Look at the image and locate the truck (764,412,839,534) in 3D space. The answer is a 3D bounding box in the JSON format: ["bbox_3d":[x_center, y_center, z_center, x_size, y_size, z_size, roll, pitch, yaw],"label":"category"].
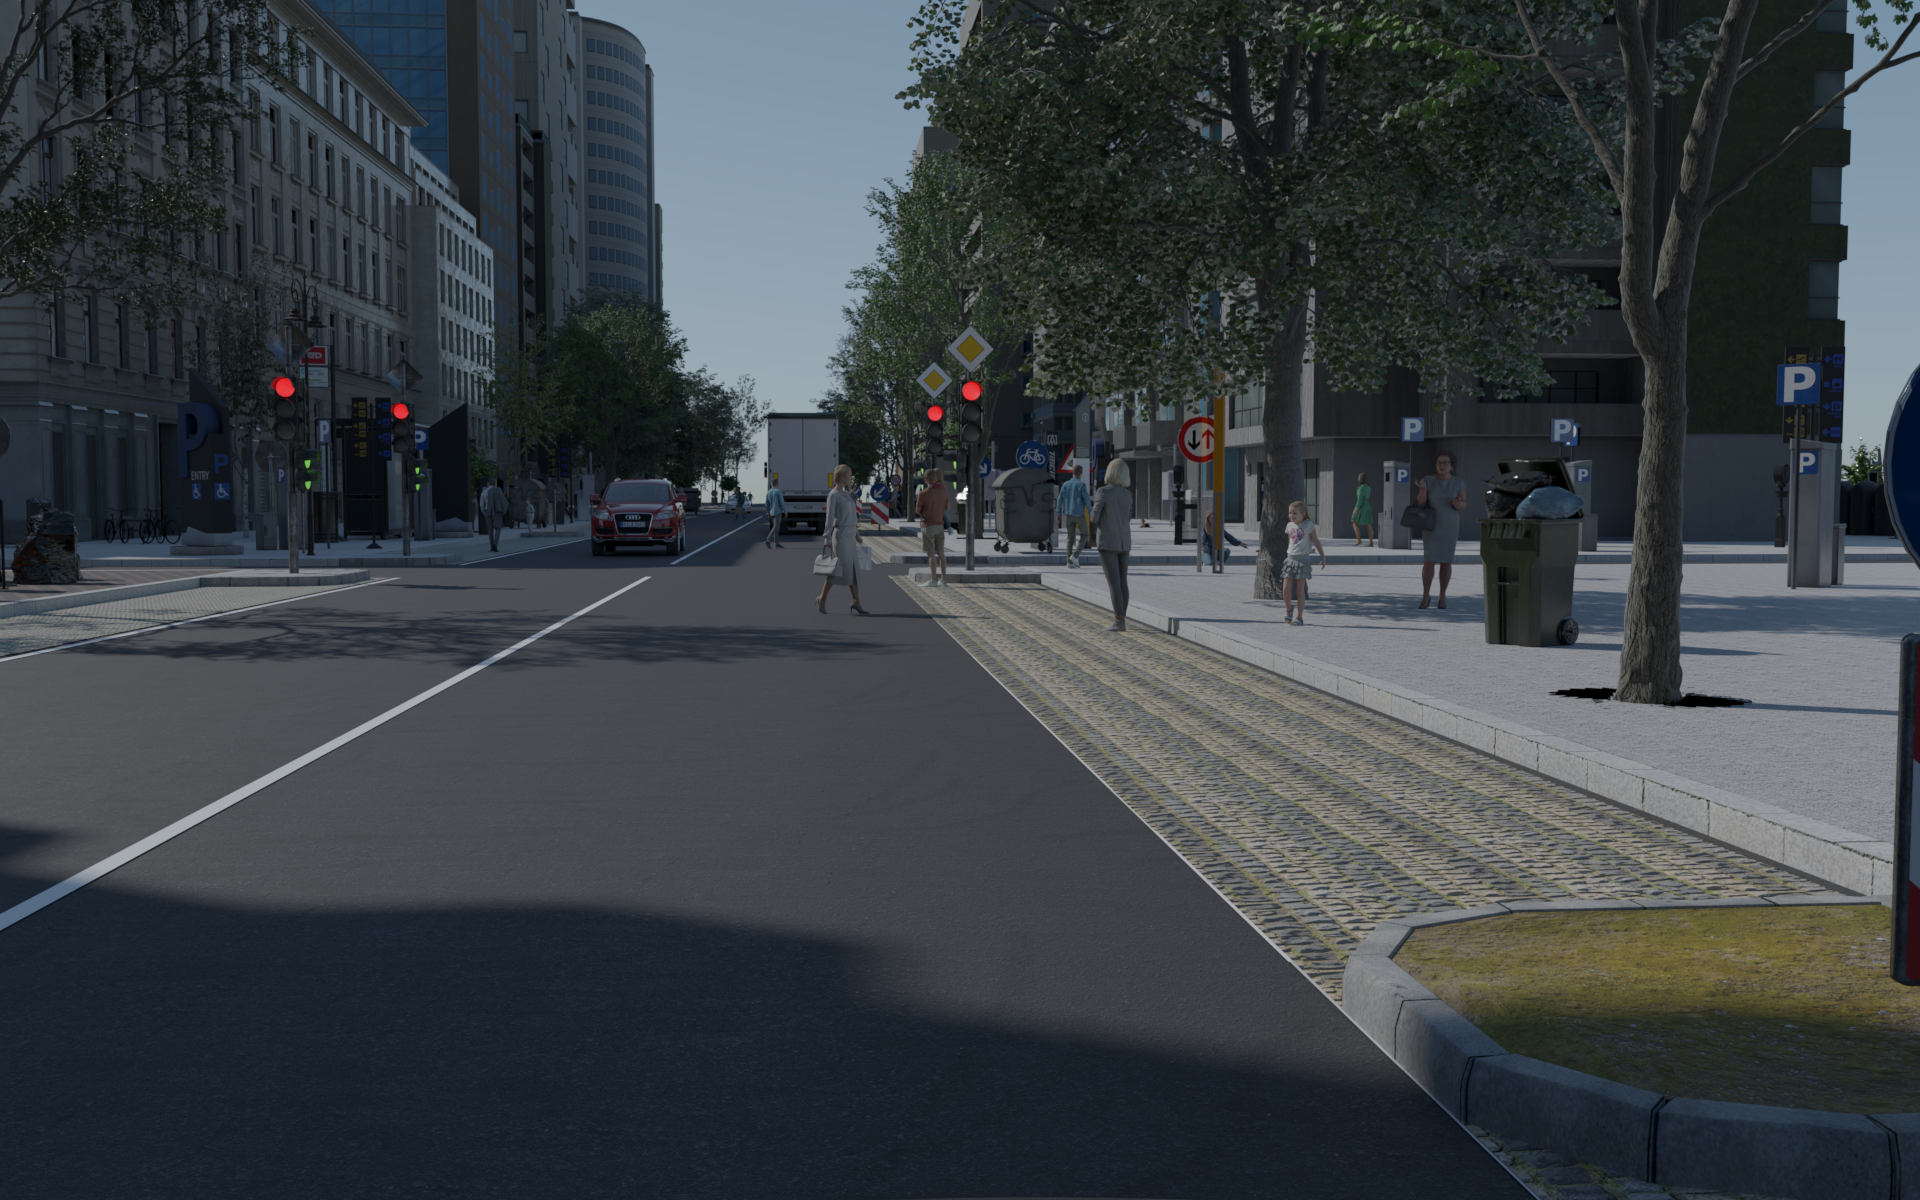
[{"bbox_3d":[-5.988,-4.665,65.185,2.839,4.237,11.283,0,4,-6],"label":"truck"}]

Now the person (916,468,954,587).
[{"bbox_3d":[-0.384,-1.109,26.607,0.573,1.828,0.580,0,4,4],"label":"person"}]

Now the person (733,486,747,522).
[{"bbox_3d":[-11.366,-4.944,89.316,0.713,1.824,0.794,-1,4,-14],"label":"person"}]

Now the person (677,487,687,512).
[{"bbox_3d":[-14.828,-5.078,91.713,0.709,1.800,0.728,0,4,-7],"label":"person"}]

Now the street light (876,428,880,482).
[{"bbox_3d":[-5.187,-8.469,111.260,0.468,5.910,1.993,0,4,-5],"label":"street light"}]

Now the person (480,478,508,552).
[{"bbox_3d":[-11.491,-2.089,42.749,0.679,1.850,0.850,-1,4,-9],"label":"person"}]

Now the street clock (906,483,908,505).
[{"bbox_3d":[-3.340,-6.471,110.364,0.471,2.002,0.358,-1,4,-20],"label":"street clock"}]

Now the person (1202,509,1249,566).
[{"bbox_3d":[4.752,-1.079,31.647,1.012,1.151,0.738,0,4,-7],"label":"person"}]

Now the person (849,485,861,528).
[{"bbox_3d":[-4.536,-3.926,72.662,0.822,1.834,0.622,-2,4,-27],"label":"person"}]

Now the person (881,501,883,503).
[{"bbox_3d":[-9.754,-12.910,217.260,0.705,1.807,1.348,-3,4,-36],"label":"person"}]

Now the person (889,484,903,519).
[{"bbox_3d":[-3.448,-5.180,90.864,0.853,1.813,0.709,-1,4,-11],"label":"person"}]

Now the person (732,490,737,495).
[{"bbox_3d":[-23.070,-10.342,177.599,1.348,1.823,0.705,-1,4,-15],"label":"person"}]

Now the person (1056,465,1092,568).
[{"bbox_3d":[1.970,-1.433,29.822,0.601,1.785,0.444,3,4,37],"label":"person"}]

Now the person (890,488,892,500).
[{"bbox_3d":[-6.037,-8.747,149.017,0.705,1.831,1.348,1,4,14],"label":"person"}]

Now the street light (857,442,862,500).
[{"bbox_3d":[-8.534,-10.682,147.435,0.468,5.910,1.993,0,4,-5],"label":"street light"}]

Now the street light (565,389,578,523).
[{"bbox_3d":[-17.139,-6.327,76.242,0.468,5.910,1.993,0,4,-5],"label":"street light"}]

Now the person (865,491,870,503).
[{"bbox_3d":[-13.858,-15.463,259.795,0.756,1.711,0.436,2,4,34],"label":"person"}]

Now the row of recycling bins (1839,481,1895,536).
[{"bbox_3d":[28.363,-2.829,53.369,1.069,1.692,3.534,-2,4,-23],"label":"row of recycling bins"}]

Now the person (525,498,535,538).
[{"bbox_3d":[-13.996,-2.660,56.272,0.425,1.301,0.394,2,4,29],"label":"person"}]

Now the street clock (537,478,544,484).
[{"bbox_3d":[-19.250,-4.585,79.527,0.358,2.002,0.471,0,3,0],"label":"street clock"}]

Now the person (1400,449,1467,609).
[{"bbox_3d":[5.276,-0.790,19.318,0.716,1.782,0.532,1,4,14],"label":"person"}]

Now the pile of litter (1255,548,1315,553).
[{"bbox_3d":[7.128,-1.470,37.995,1.176,0.858,1.719,0,4,-7],"label":"pile of litter"}]

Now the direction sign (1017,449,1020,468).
[{"bbox_3d":[3.226,-5.824,87.216,0.876,3.537,0.379,-3,4,-37],"label":"direction sign"}]

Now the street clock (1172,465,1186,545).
[{"bbox_3d":[5.498,-2.385,43.572,0.358,2.002,0.471,1,4,14],"label":"street clock"}]

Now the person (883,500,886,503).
[{"bbox_3d":[-6.715,-9.083,154.507,1.348,1.831,0.705,-2,4,-28],"label":"person"}]

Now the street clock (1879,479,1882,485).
[{"bbox_3d":[33.254,-3.571,62.958,0.358,2.002,0.471,-2,4,-27],"label":"street clock"}]

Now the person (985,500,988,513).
[{"bbox_3d":[1.728,-6.772,116.859,1.348,1.812,0.705,-2,4,-30],"label":"person"}]

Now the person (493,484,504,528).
[{"bbox_3d":[-17.484,-3.597,65.187,0.599,1.781,0.374,-1,4,-20],"label":"person"}]

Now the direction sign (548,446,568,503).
[{"bbox_3d":[-18.962,-5.490,81.763,0.876,3.537,0.379,0,4,-4],"label":"direction sign"}]

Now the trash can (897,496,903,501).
[{"bbox_3d":[-3.637,-5.689,104.670,0.748,1.137,0.748,0,3,0],"label":"trash can"}]

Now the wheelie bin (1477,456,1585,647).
[{"bbox_3d":[4.856,-0.417,14.730,0.693,1.594,0.980,-3,4,-37],"label":"wheelie bin"}]

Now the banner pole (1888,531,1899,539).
[{"bbox_3d":[26.877,-3.652,49.719,0.401,3.779,0.863,1,4,15],"label":"banner pole"}]

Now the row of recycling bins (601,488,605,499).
[{"bbox_3d":[-20.735,-6.087,106.628,1.069,1.692,3.534,2,4,29],"label":"row of recycling bins"}]

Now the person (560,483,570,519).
[{"bbox_3d":[-20.753,-5.185,90.724,0.836,1.842,0.656,-1,4,-9],"label":"person"}]

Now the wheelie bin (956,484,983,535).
[{"bbox_3d":[0.297,-2.866,54.775,0.980,1.594,0.693,3,5,44],"label":"wheelie bin"}]

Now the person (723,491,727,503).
[{"bbox_3d":[-33.049,-14.394,242.096,1.217,1.743,0.721,0,4,-7],"label":"person"}]

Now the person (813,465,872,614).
[{"bbox_3d":[-1.417,-0.726,20.727,0.624,1.780,0.694,3,4,37],"label":"person"}]

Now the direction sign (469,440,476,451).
[{"bbox_3d":[-20.558,-4.892,71.986,0.876,3.537,0.379,-1,4,-14],"label":"direction sign"}]

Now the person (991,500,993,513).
[{"bbox_3d":[2.057,-6.658,115.817,0.530,1.710,0.541,2,4,34],"label":"person"}]

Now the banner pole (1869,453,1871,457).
[{"bbox_3d":[54.658,-7.005,104.541,0.863,3.779,0.401,0,4,3],"label":"banner pole"}]

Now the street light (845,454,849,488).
[{"bbox_3d":[-12.220,-13.147,187.734,0.468,5.910,1.993,0,4,-5],"label":"street light"}]

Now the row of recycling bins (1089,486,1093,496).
[{"bbox_3d":[6.128,-4.762,84.969,1.069,1.692,3.534,2,4,24],"label":"row of recycling bins"}]

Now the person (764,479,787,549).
[{"bbox_3d":[-4.926,-2.280,45.645,0.748,1.841,0.638,-3,5,-40],"label":"person"}]

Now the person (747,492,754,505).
[{"bbox_3d":[-26.317,-12.752,217.542,0.990,1.755,0.434,-2,4,-32],"label":"person"}]

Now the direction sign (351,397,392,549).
[{"bbox_3d":[-13.771,-2.973,40.606,0.876,3.537,0.379,-1,4,-9],"label":"direction sign"}]

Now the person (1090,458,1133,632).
[{"bbox_3d":[1.550,-0.573,18.060,0.537,1.800,0.526,-2,4,-31],"label":"person"}]

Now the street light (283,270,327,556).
[{"bbox_3d":[-13.541,-3.863,35.945,0.468,5.910,1.993,0,4,-5],"label":"street light"}]

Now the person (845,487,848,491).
[{"bbox_3d":[-6.963,-5.932,105.368,0.818,1.842,0.514,-1,4,-11],"label":"person"}]

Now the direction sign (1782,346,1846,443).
[{"bbox_3d":[13.126,-2.122,26.690,0.876,3.537,0.379,0,4,6],"label":"direction sign"}]

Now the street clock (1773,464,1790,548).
[{"bbox_3d":[19.720,-2.265,41.603,0.471,2.002,0.358,-3,5,-43],"label":"street clock"}]

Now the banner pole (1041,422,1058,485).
[{"bbox_3d":[3.077,-4.309,60.463,0.863,3.779,0.401,-1,4,-23],"label":"banner pole"}]

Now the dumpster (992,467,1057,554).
[{"bbox_3d":[1.408,-1.962,37.834,1.264,1.857,1.865,0,4,-5],"label":"dumpster"}]

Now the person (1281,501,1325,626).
[{"bbox_3d":[3.366,-0.359,16.922,0.505,1.210,0.382,3,4,39],"label":"person"}]

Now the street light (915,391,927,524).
[{"bbox_3d":[-1.576,-6.022,71.246,0.468,5.910,1.993,0,4,-5],"label":"street light"}]

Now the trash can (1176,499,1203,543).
[{"bbox_3d":[6.020,-2.068,45.462,0.748,1.137,0.748,0,3,0],"label":"trash can"}]

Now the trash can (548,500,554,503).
[{"bbox_3d":[-24.013,-5.473,101.136,0.748,1.137,0.748,0,3,0],"label":"trash can"}]

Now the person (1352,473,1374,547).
[{"bbox_3d":[9.823,-2.195,42.171,0.529,1.795,0.600,2,4,31],"label":"person"}]
